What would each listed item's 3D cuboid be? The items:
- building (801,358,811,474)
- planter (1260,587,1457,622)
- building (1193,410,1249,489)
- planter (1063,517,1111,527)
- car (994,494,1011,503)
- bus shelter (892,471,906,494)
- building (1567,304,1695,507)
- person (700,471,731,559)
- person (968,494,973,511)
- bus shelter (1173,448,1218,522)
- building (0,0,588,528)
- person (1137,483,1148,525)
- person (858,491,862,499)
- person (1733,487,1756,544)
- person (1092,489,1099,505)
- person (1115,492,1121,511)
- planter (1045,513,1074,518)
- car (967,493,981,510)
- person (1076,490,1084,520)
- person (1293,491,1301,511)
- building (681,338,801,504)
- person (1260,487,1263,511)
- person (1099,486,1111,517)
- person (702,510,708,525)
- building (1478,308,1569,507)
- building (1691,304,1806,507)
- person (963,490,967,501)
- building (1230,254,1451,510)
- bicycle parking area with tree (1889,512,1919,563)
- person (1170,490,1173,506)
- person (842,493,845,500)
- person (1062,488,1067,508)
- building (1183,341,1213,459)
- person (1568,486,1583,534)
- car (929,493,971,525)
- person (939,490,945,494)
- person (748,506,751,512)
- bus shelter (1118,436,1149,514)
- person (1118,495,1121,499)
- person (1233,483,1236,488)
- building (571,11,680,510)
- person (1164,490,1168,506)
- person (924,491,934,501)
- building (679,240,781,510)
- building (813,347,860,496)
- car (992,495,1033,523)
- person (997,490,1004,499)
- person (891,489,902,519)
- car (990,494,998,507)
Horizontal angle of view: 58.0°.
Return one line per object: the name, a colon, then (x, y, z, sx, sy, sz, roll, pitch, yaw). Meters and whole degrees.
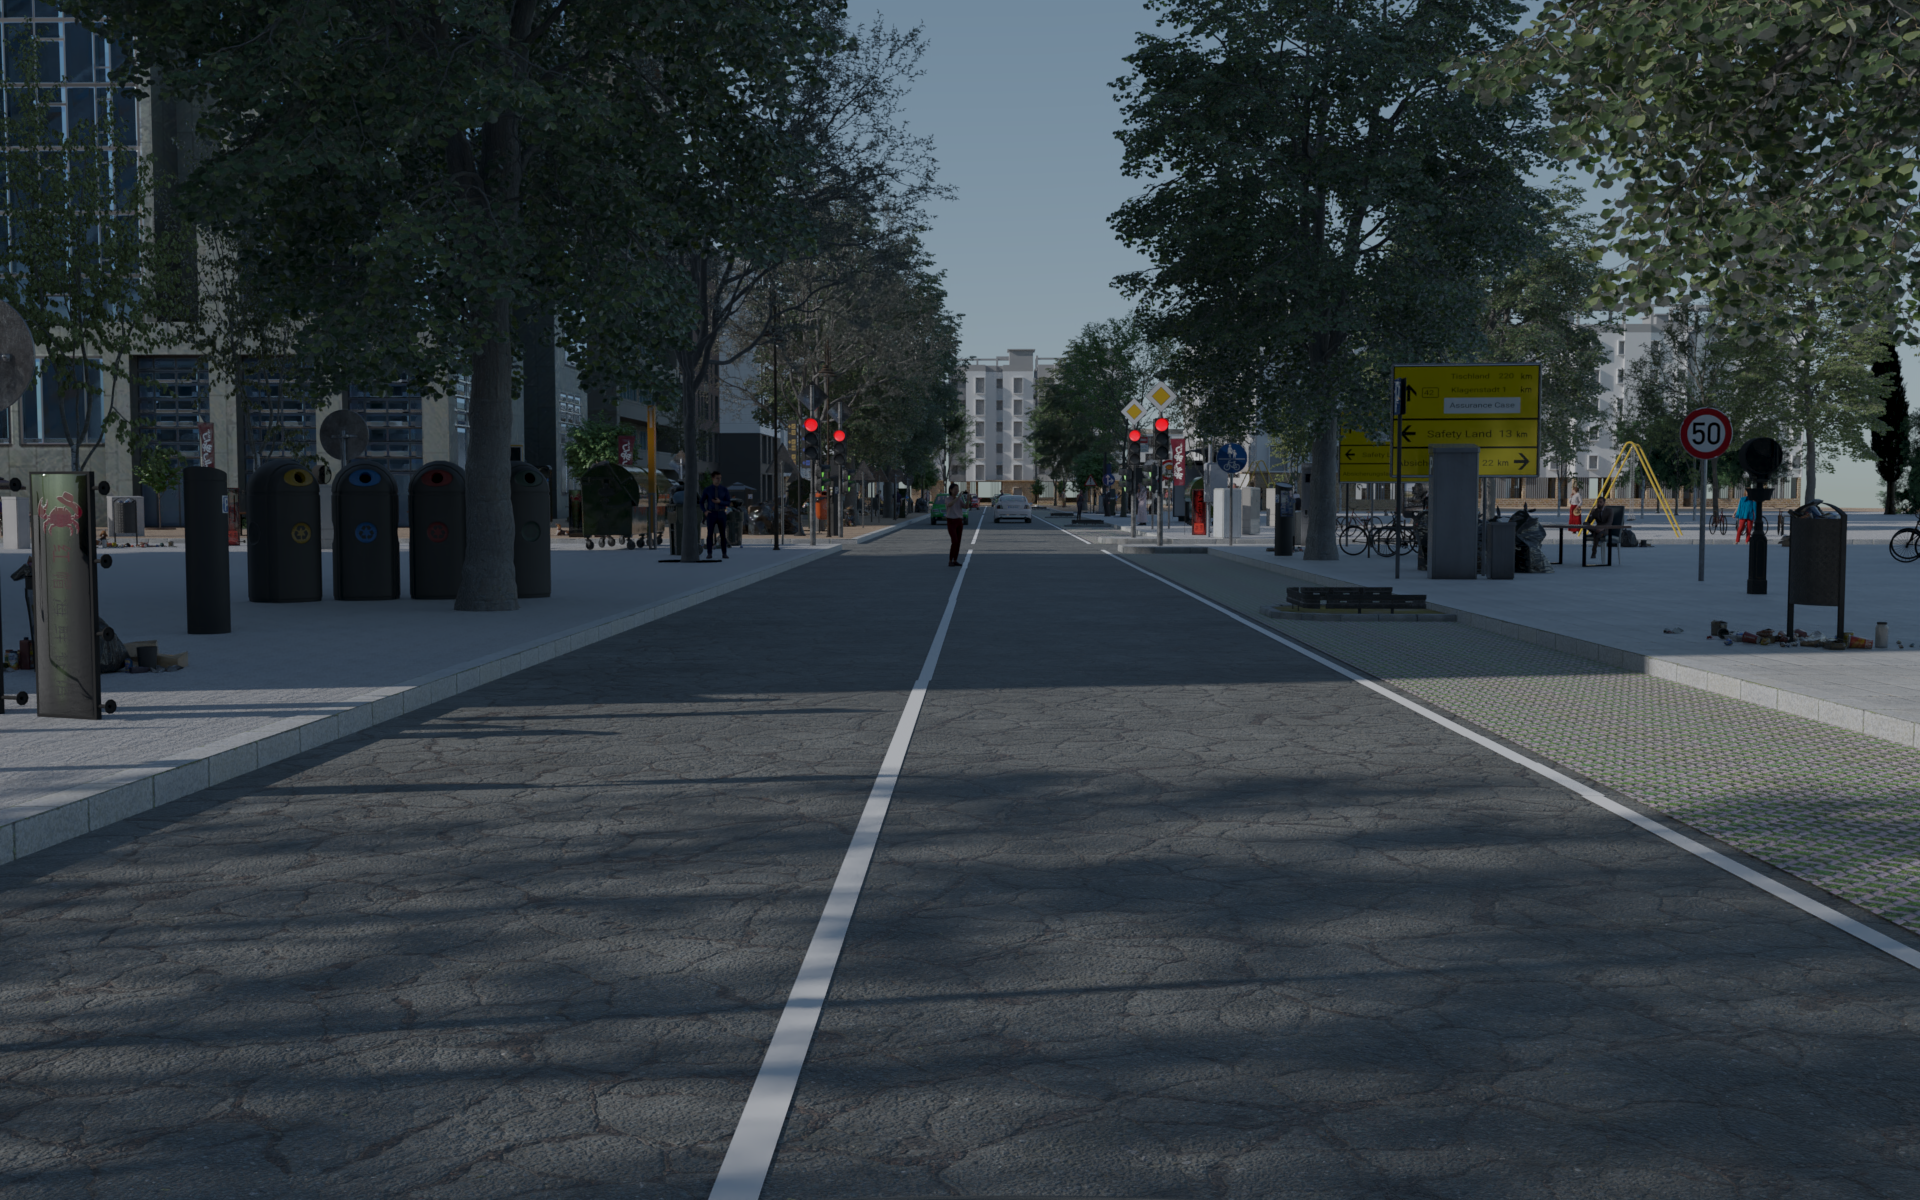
building: (-21.604, -19.874, 181.355, 11.380, 20.091, 16.016, 0, 4, 1)
planter: (4.569, 0.050, 20.317, 1.991, 0.319, 1.994, 0, 4, 1)
building: (27.929, -13.451, 162.078, 9.099, 9.664, 28.070, 0, 4, 1)
planter: (5.558, -3.352, 75.940, 1.991, 0.319, 1.994, 0, 4, 1)
car: (4.282, -9.649, 166.562, 1.959, 1.807, 4.718, 0, 4, -1)
bus shelter: (-4.984, -7.883, 122.806, 2.014, 3.302, 5.546, 0, 4, 1)
building: (66.312, -19.710, 178.679, 11.380, 20.091, 16.016, 0, 4, 1)
person: (-4.842, -1.690, 34.373, 0.576, 1.737, 0.504, -1, 4, -21)
person: (0.887, -8.465, 150.165, 0.557, 1.426, 1.065, -2, 4, -25)
bus shelter: (10.723, -5.180, 78.611, 2.014, 3.302, 5.546, 0, 4, 1)
building: (-30.012, -46.813, 78.066, 22.319, 86.520, 31.000, 0, 4, 1)
person: (7.426, -3.923, 70.858, 0.621, 1.740, 0.551, -2, 4, -27)
person: (-12.098, -12.231, 208.573, 0.705, 1.812, 1.348, -3, 4, -37)
person: (21.625, -2.291, 47.663, 0.444, 1.614, 0.593, -3, 5, -43)
person: (15.467, -11.712, 197.549, 0.705, 1.822, 1.348, -2, 4, -32)
person: (12.038, -7.596, 133.433, 0.799, 1.438, 0.628, 1, 4, 13)
planter: (6.034, -5.005, 102.969, 1.991, 0.319, 1.994, 0, 4, 1)
car: (0.871, -9.040, 156.849, 2.155, 1.783, 4.494, 0, 4, 2)
person: (6.128, -4.784, 88.183, 0.415, 1.643, 0.593, 0, 4, 5)
person: (16.587, -4.652, 85.290, 0.628, 1.438, 0.799, -2, 4, -34)
building: (-24.120, -18.885, 165.188, 16.016, 20.091, 11.380, 0, 4, 1)
person: (23.324, -7.858, 134.532, 0.705, 1.822, 1.348, 0, 4, 6)
person: (8.209, -5.590, 98.240, 0.742, 1.727, 0.445, 1, 4, 11)
person: (-10.497, -3.923, 72.886, 0.600, 1.496, 0.574, 3, 5, 43)
building: (54.608, -19.815, 180.388, 11.380, 20.091, 16.016, 0, 4, 1)
building: (78.194, -19.742, 179.202, 11.380, 20.091, 16.016, 0, 4, 1)
person: (0.519, -8.855, 153.357, 0.705, 1.814, 1.350, 3, 4, 36)
building: (30.766, -17.421, 141.252, 16.016, 20.091, 11.380, 0, 4, 1)
bicycle parking area with tree: (20.390, -2.588, 29.311, 9.016, 4.147, 8.231, 3, 4, 37)
person: (23.234, -11.286, 191.095, 0.617, 1.759, 0.750, -3, 4, -38)
person: (-6.641, -5.384, 97.974, 0.340, 1.345, 0.435, -1, 4, -20)
person: (9.765, -9.577, 162.629, 0.705, 1.824, 1.348, 1, 4, 22)
building: (31.657, -19.876, 181.384, 16.016, 20.091, 11.380, 0, 4, 1)
person: (19.781, -2.881, 55.617, 0.387, 1.526, 0.523, -2, 4, -25)
car: (-0.484, -4.447, 81.497, 1.959, 1.807, 4.718, 0, 3, 0)
person: (-1.871, -10.801, 183.438, 0.742, 1.727, 0.445, 2, 4, 30)
person: (-7.554, -3.052, 63.867, 0.347, 0.859, 0.695, 3, 4, 37)
bus shelter: (11.886, -8.518, 116.907, 2.179, 5.291, 8.768, 0, 4, 1)
person: (12.966, -7.925, 135.637, 1.348, 1.821, 0.705, -2, 4, -28)
person: (10.517, -3.659, 66.806, 0.756, 1.711, 0.436, 0, 4, 0)
building: (-31.057, -29.956, 113.485, 21.300, 48.544, 21.600, 0, 4, 1)
person: (21.926, -10.855, 184.234, 0.721, 1.743, 1.217, -1, 4, -8)
person: (-3.165, -9.901, 168.602, 1.217, 1.739, 0.721, -1, 4, -10)
building: (-30.731, -18.306, 143.283, 27.936, 21.610, 32.646, 0, 4, 1)
building: (-30.547, -24.119, 238.324, 32.646, 21.610, 27.936, 0, 4, 1)
car: (2.624, -4.551, 86.766, 2.083, 1.381, 4.827, 0, 4, 0)
person: (3.246, -8.040, 140.398, 0.568, 1.767, 0.683, 1, 4, 14)
person: (-3.313, -4.987, 89.785, 0.569, 1.553, 0.471, 0, 4, 6)
car: (4.478, -11.274, 196.127, 2.131, 1.459, 4.920, 0, 4, 2)
